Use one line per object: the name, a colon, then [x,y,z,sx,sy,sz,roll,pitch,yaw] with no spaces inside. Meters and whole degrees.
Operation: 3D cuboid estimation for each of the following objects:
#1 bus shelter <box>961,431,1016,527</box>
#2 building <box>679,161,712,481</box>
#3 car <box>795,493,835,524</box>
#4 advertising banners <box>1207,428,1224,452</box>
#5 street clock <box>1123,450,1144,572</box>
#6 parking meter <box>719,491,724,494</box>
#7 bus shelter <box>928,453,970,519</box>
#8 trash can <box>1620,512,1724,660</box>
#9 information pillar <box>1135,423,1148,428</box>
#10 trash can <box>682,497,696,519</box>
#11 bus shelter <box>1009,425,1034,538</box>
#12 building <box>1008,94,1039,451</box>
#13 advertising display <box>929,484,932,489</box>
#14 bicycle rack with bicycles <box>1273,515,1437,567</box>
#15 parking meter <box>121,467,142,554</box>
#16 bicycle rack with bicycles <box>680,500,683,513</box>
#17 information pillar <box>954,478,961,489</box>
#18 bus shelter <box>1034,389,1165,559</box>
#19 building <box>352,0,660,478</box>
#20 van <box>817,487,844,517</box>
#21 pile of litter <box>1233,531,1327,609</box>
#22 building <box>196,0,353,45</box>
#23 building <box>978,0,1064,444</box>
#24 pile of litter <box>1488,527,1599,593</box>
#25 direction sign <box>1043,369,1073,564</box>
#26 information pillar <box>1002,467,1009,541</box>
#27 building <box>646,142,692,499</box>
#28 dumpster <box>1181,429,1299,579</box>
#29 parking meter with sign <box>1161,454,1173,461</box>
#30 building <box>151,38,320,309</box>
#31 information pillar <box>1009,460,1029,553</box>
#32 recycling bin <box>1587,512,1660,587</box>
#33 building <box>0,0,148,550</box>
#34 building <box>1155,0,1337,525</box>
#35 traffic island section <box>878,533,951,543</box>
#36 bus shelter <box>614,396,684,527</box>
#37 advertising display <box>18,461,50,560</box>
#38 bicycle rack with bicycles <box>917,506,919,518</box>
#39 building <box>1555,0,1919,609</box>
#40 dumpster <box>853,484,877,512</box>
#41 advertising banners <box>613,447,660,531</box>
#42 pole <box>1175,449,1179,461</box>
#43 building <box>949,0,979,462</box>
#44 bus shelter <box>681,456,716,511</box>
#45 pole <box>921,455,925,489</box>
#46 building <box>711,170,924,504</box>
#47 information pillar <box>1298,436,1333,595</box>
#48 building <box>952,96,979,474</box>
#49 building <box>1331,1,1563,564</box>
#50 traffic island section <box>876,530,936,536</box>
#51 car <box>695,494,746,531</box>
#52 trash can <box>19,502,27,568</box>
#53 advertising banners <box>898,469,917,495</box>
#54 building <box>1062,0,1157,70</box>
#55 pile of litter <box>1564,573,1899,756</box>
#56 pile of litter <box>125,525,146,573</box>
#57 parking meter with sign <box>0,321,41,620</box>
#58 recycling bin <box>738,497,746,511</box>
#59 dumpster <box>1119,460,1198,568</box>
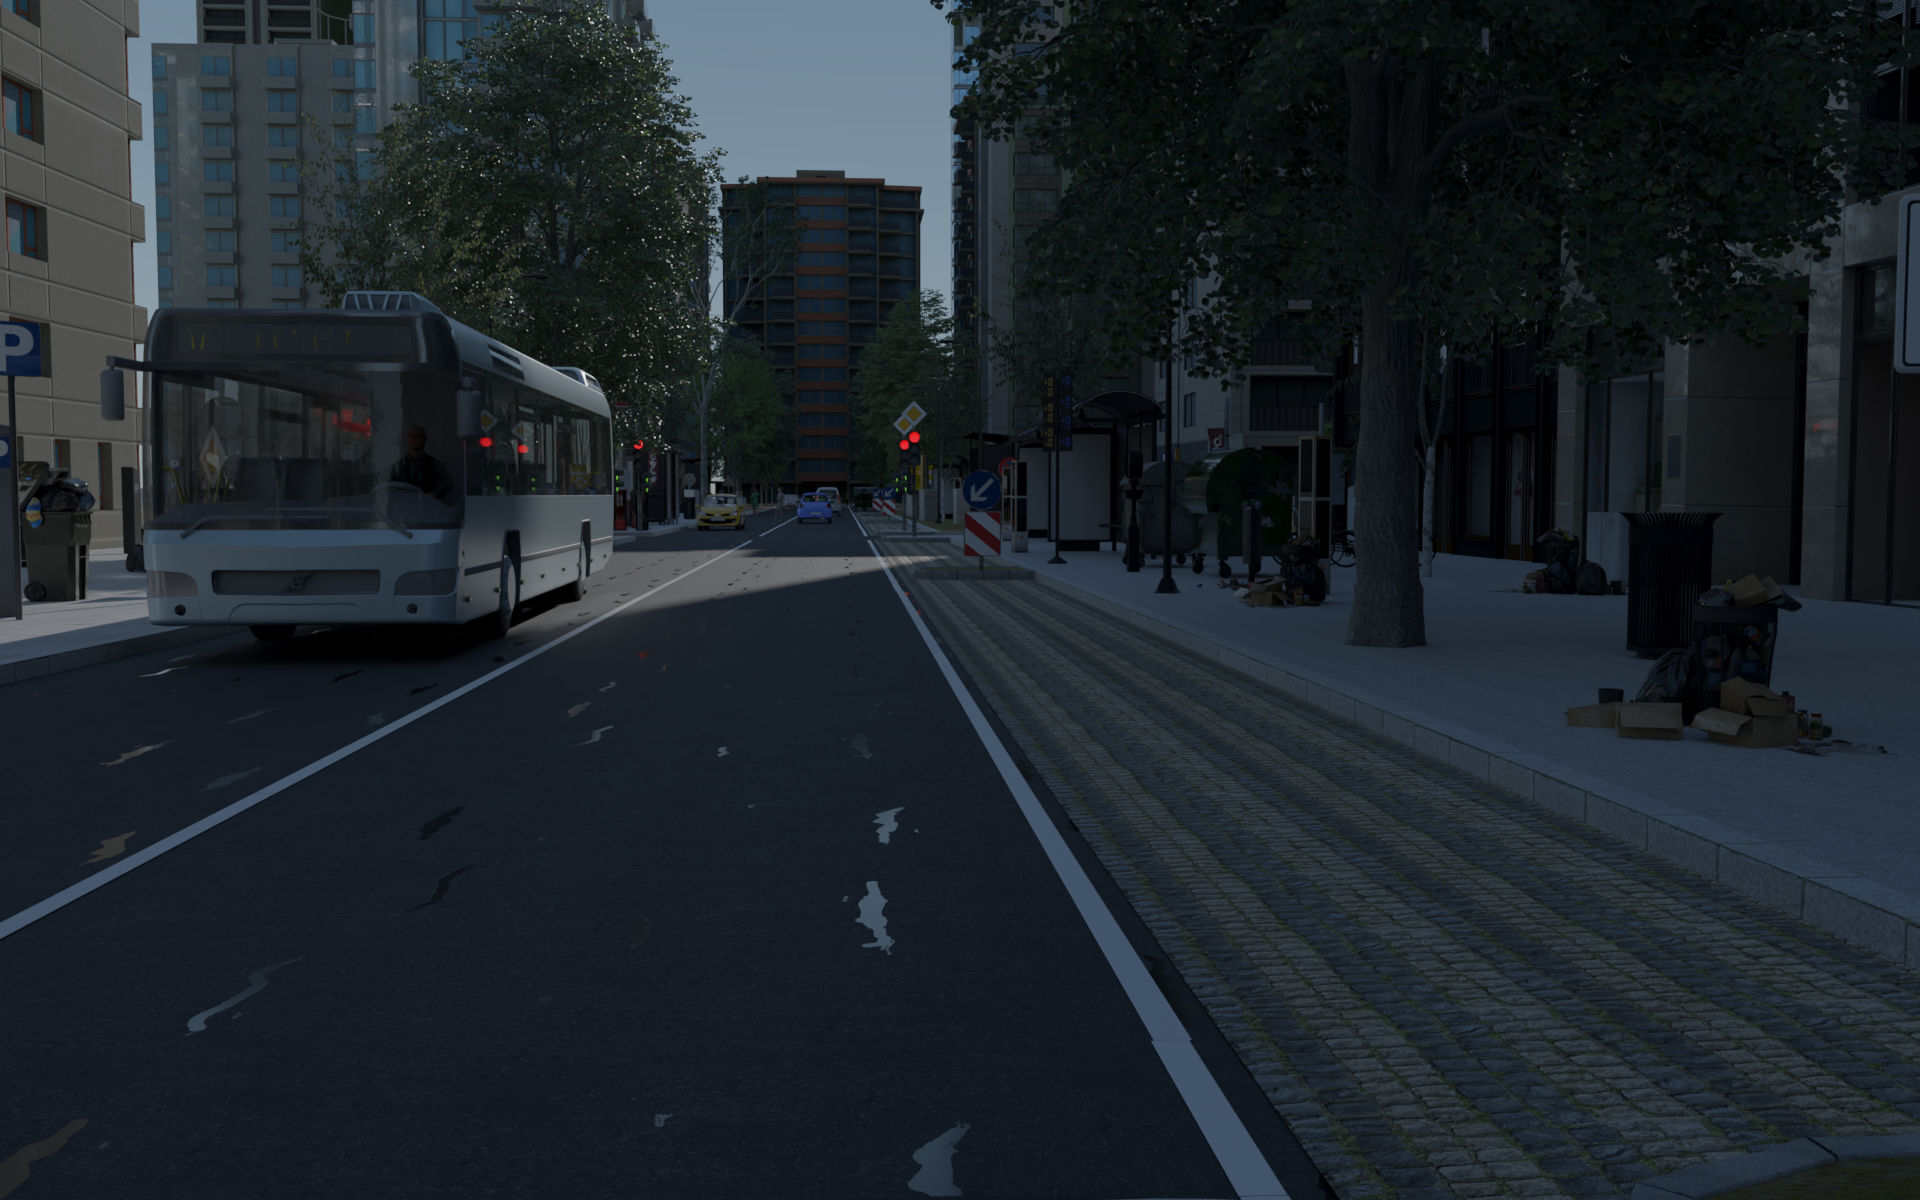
bus shelter: [1.102,-4.668,67.597,1.731,3.624,6.357,0,4,-4]
building: [-40.819,-35.551,231.363,14.200,45.320,14.600,0,4,-4]
car: [-7.152,-4.635,85.371,1.945,1.707,3.694,0,4,-5]
advertising banners: [7.460,-3.014,45.472,2.074,3.025,0.090,2,4,28]
street clock: [2.857,-1.464,28.504,0.358,2.002,0.471,0,4,-6]
parking meter: [-17.141,-7.113,124.700,0.372,1.533,0.369,0,3,0]
bus shelter: [-0.500,-5.705,87.198,2.014,3.302,5.546,0,4,-4]
trash can: [5.527,-0.113,13.495,0.748,1.137,0.748,0,3,0]
information pillar: [5.022,-3.466,48.017,0.183,3.616,0.504,-2,4,-33]
trash can: [-13.679,-4.642,87.551,0.748,1.137,0.748,0,3,0]
bus shelter: [2.603,-3.293,47.758,2.014,3.302,5.546,0,4,-4]
building: [10.367,-21.861,129.136,14.160,30.474,14.107,0,4,-4]
advertising display: [-1.510,-6.268,107.697,0.974,1.923,0.123,-3,5,-43]
bicycle rack with bicycles: [7.058,-1.085,31.119,2.925,0.926,2.852,1,4,9]
parking meter: [-17.893,-1.939,37.417,0.255,1.863,0.399,0,4,0]
bicycle rack with bicycles: [-18.541,-6.270,115.893,2.925,0.926,2.852,2,4,35]
information pillar: [-0.097,-4.476,77.676,0.304,2.012,0.304,0,4,5]
bus shelter: [2.923,-2.594,36.330,2.014,3.302,5.546,0,4,-4]
building: [-37.773,-32.291,147.563,23.786,49.044,30.456,0,4,-4]
van: [-8.342,-6.259,109.344,2.013,2.044,4.112,0,4,-4]
pile of litter: [3.738,-0.384,20.247,1.176,0.858,1.719,2,4,34]
building: [-87.274,-48.443,230.287,20.611,71.187,20.563,0,4,-4]
building: [12.223,-37.841,160.702,21.231,58.520,28.212,0,4,-4]
pile of litter: [7.819,-0.520,22.475,1.176,0.858,1.719,-3,5,-45]
direction sign: [1.795,-2.440,31.895,0.379,3.537,0.876,-2,4,-33]
information pillar: [1.351,-2.612,47.203,0.304,2.012,0.304,2,4,28]
building: [-40.980,-30.113,184.221,23.993,40.220,32.217,0,4,-4]
dumpster: [4.373,-1.499,27.002,1.502,2.255,1.985,0,4,-4]
parking meter with sign: [8.907,-4.837,75.347,0.543,3.016,1.738,0,4,1]
building: [-68.836,-34.616,185.583,30.456,49.044,23.786,0,4,-4]
information pillar: [1.314,-2.048,37.979,0.304,2.012,0.304,-1,4,-14]
recycling bin: [9.273,-0.713,24.213,0.722,1.027,0.722,-1,4,-17]
building: [-33.675,-11.192,28.027,28.899,21.520,27.650,0,4,-4]
building: [20.960,-39.171,78.705,20.611,71.187,20.563,0,4,-4]
traffic island section: [-1.360,-1.835,52.281,2.009,0.180,2.903,0,4,-4]
bus shelter: [-12.916,-5.764,71.865,2.179,5.291,8.768,0,4,-4]
advertising display: [-18.255,-1.754,33.891,0.974,1.923,0.123,1,4,11]
bicycle rack with bicycles: [-1.107,-4.866,92.947,2.925,0.926,2.852,-2,4,-32]
building: [20.606,-12.670,11.667,19.350,26.468,34.151,0,4,-4]
dumpster: [-7.766,-8.411,142.478,1.985,2.255,1.502,0,4,-5]
advertising banners: [-12.082,-4.187,64.644,2.074,3.025,0.090,1,4,22]
pole: [9.823,-5.176,78.474,0.158,3.312,0.155,0,3,0]
building: [10.389,-56.548,237.230,31.000,86.520,22.319,0,4,-4]
bus shelter: [-16.600,-7.281,110.333,1.731,3.624,6.357,0,4,-4]
pole: [-1.926,-5.881,89.995,0.158,3.312,0.155,0,3,0]
building: [-19.608,-35.608,236.816,28.867,44.769,22.147,0,4,-4]
information pillar: [4.533,-1.078,22.121,0.304,2.012,0.304,-2,4,-29]
building: [10.586,-32.724,189.664,22.147,44.769,28.867,0,4,-4]
building: [16.381,-12.690,37.156,12.332,23.373,15.834,0,4,-4]
traffic island section: [-1.908,-2.322,60.247,2.009,0.180,2.903,0,4,-4]
car: [-9.540,-3.613,69.289,2.015,1.641,3.980,0,4,-3]
trash can: [-16.537,-1.143,30.348,0.748,1.137,0.748,0,3,0]
advertising banners: [-2.913,-6.875,108.591,2.074,3.025,0.090,1,4,13]
building: [12.535,-20.046,99.446,14.160,30.474,14.107,0,4,-4]
pile of litter: [4.003,0.291,9.200,1.176,0.858,1.719,-1,4,-17]
pile of litter: [-13.240,-0.922,29.034,1.176,0.858,1.719,1,4,22]
parking meter with sign: [-10.177,-1.338,18.141,1.738,3.016,0.543,3,5,45]
recycling bin: [-16.579,-7.216,130.532,0.722,1.027,0.722,2,4,24]
dumpster: [3.570,-1.519,30.592,1.264,1.857,1.865,0,4,-4]
